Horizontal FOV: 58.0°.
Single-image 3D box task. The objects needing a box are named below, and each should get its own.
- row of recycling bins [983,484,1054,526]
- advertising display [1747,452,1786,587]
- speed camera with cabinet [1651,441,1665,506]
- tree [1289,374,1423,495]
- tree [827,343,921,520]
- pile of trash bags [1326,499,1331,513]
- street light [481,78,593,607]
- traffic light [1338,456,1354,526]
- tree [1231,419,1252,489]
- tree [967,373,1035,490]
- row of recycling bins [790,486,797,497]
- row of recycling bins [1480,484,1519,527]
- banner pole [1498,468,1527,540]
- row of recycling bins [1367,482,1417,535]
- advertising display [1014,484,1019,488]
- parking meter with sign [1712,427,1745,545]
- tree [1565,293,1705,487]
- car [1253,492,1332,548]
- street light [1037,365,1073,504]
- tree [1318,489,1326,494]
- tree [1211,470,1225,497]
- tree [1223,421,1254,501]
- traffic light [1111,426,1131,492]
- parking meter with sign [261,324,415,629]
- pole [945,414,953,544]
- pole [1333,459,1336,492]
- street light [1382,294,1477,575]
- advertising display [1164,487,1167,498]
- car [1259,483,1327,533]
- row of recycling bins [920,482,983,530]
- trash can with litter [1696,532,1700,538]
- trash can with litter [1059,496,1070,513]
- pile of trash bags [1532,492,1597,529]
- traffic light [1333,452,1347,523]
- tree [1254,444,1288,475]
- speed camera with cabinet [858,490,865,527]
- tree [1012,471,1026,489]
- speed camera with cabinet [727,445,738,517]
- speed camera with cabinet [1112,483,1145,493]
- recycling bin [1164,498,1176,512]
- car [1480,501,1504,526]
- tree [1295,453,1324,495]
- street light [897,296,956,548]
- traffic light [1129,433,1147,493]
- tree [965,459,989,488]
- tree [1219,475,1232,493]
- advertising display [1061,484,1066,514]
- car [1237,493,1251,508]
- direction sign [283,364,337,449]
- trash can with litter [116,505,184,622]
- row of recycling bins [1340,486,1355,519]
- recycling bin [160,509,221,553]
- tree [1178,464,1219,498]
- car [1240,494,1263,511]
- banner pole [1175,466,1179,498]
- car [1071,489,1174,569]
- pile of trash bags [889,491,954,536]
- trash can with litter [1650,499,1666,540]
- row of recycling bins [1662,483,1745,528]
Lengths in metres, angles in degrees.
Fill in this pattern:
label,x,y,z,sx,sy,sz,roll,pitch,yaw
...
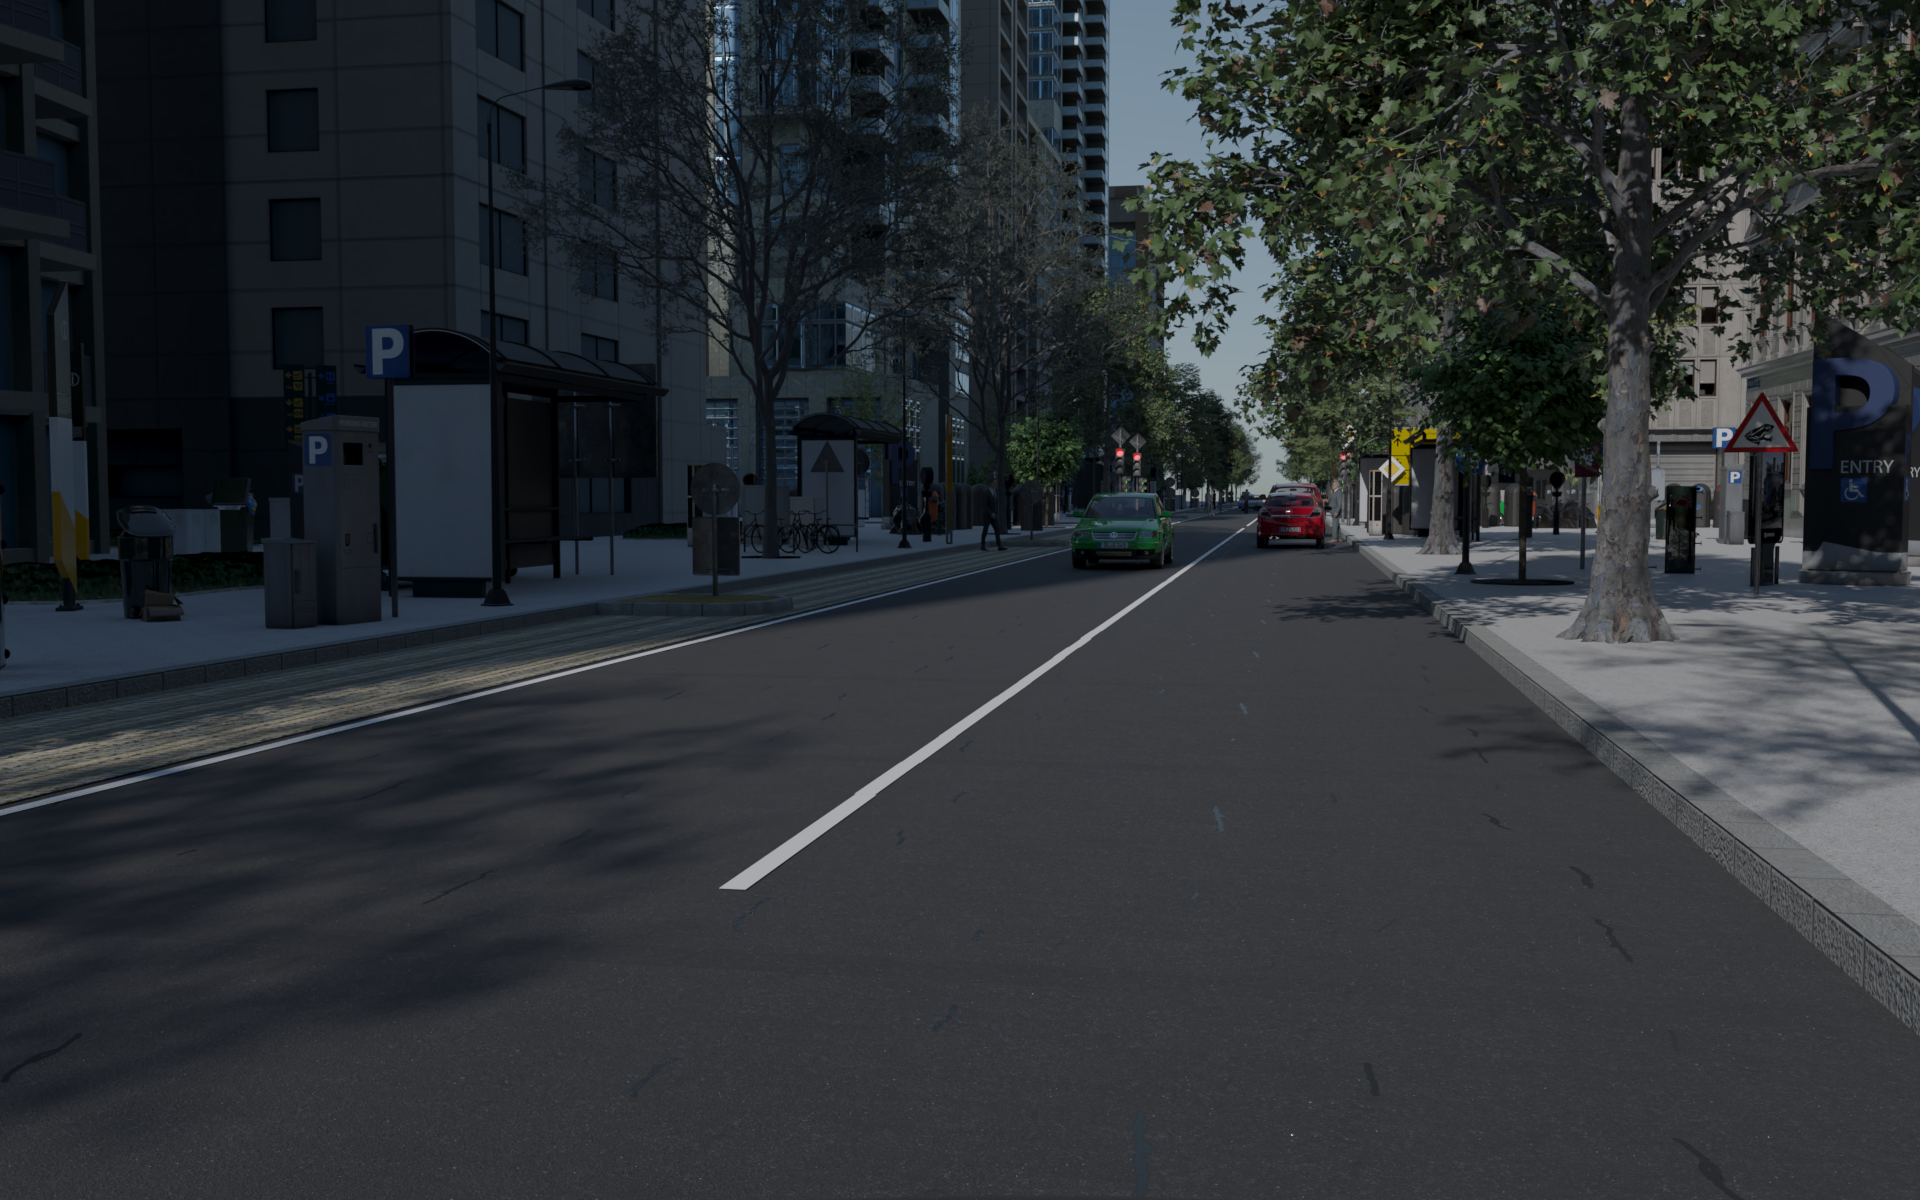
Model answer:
label,x,y,z,sx,sy,sz,roll,pitch,yaw
row of recycling bins,2.099,-3.844,69.970,3.534,1.692,1.069,-1,4,-14
advertising display,11.293,-1.165,24.259,0.974,1.923,0.123,-3,5,-44
speed camera with cabinet,25.570,-4.315,64.882,0.660,3.252,2.038,-1,4,-10
tree,21.391,-10.725,93.487,7.486,12.596,7.792,0,3,0
tree,-4.296,-8.189,84.246,4.737,8.622,4.395,0,3,0
pile of trash bags,26.852,-6.692,119.160,1.912,1.369,3.447,-3,5,-44
street light,-4.789,-2.879,19.616,1.470,5.913,1.316,1,4,11
traffic light,15.705,-4.958,69.979,0.839,4.253,0.868,1,4,11
tree,38.044,-20.241,249.069,7.486,12.596,7.792,0,3,0
tree,2.584,-9.552,106.531,4.737,8.622,4.395,0,3,0
row of recycling bins,-8.677,-4.892,87.093,3.534,1.692,1.069,-2,4,-26
row of recycling bins,20.559,-3.757,68.545,3.534,1.692,1.069,1,4,18
banner pole,15.411,-3.564,48.284,0.863,3.779,0.401,3,4,36
row of recycling bins,14.031,-2.966,55.605,1.069,1.692,3.534,-1,4,-10
advertising display,3.688,-6.617,113.406,0.123,1.923,0.974,1,4,15
parking meter with sign,19.779,-2.948,44.453,0.543,3.016,1.738,1,4,10
tree,22.590,-6.706,60.013,4.737,8.622,4.395,0,3,0
car,9.065,-2.340,47.295,2.155,1.783,4.494,1,4,12
street light,3.346,-5.485,62.226,1.470,5.913,1.316,1,4,11
tree,41.671,-12.459,198.297,1.663,3.219,1.824,0,3,0
tree,30.422,-15.760,208.032,4.737,8.622,4.395,0,3,0
tree,49.526,-24.402,309.339,12.009,13.543,11.850,0,3,0
traffic light,6.655,-5.063,71.693,0.839,4.253,0.868,1,4,11
parking meter with sign,-6.159,-1.278,17.163,0.543,3.016,1.738,1,4,20
pole,-0.281,-3.091,44.381,0.158,3.312,0.155,0,3,0
pole,21.481,-6.456,99.406,0.158,3.312,0.155,0,3,0
street light,7.561,-3.371,27.657,1.470,5.913,1.316,1,4,11
advertising display,16.023,-8.143,138.358,0.974,1.923,0.123,2,4,27
car,11.380,-3.084,59.101,2.281,1.827,5.304,1,4,9
row of recycling bins,-0.427,-3.367,62.156,1.069,1.692,3.534,1,4,22
trash can with litter,21.104,-2.408,50.750,1.055,1.170,0.624,-1,4,-20
trash can with litter,7.174,-6.713,120.817,1.678,1.210,2.233,-2,4,-33
pile of trash bags,22.140,-3.358,64.650,3.447,1.369,1.912,-3,4,-36
traffic light,17.210,-5.437,77.821,0.839,4.253,0.868,1,4,11
tree,48.888,-19.899,235.724,12.009,13.543,11.850,0,3,0
speed camera with cabinet,-4.491,-4.485,67.665,0.660,3.252,2.038,-3,4,-36
tree,4.247,-7.569,118.354,1.663,3.219,1.824,0,3,0
speed camera with cabinet,-9.384,-4.642,70.230,0.660,3.252,2.038,0,4,-3
speed camera with cabinet,10.362,-6.868,106.624,2.038,3.252,0.660,-2,4,-26
recycling bin,15.307,-6.985,126.762,0.722,1.027,0.722,3,5,41
car,21.440,-4.002,74.234,4.718,1.807,1.959,1,4,9
tree,34.687,-13.258,167.127,4.737,8.622,4.395,0,3,0
street light,-0.785,-4.171,40.736,1.470,5.913,1.316,1,4,11
traffic light,8.160,-5.542,79.536,0.839,4.253,0.868,1,4,11
tree,0.679,-6.203,96.025,1.663,3.219,1.824,0,3,0
tree,34.381,-14.987,228.748,4.285,4.588,4.351,0,3,0
advertising display,6.821,-6.633,113.656,0.123,1.923,0.974,-1,4,-9
car,28.930,-10.085,174.474,1.945,1.707,3.694,1,4,13
direction sign,-11.370,-2.348,30.390,0.876,3.537,0.379,-2,4,-28
trash can with litter,-8.224,-0.390,17.765,0.624,1.170,1.055,-3,5,-41
row of recycling bins,20.912,-5.085,90.257,1.069,1.692,3.534,-2,4,-27
recycling bin,-12.752,-0.984,28.635,0.722,1.027,0.722,1,4,22
tree,22.805,-11.424,170.489,4.285,4.588,4.351,0,3,0
car,24.635,-8.199,146.061,2.014,1.417,4.499,1,4,10
banner pole,17.294,-9.075,138.392,0.401,3.779,0.863,-1,4,-15
car,3.293,-1.584,34.689,1.959,1.807,4.718,1,4,10
pile of trash bags,-1.112,-2.753,54.761,1.912,1.369,3.447,-1,4,-10
trash can with litter,19.568,-2.284,48.734,1.055,1.170,0.624,1,4,23
row of recycling bins,28.620,-3.602,66.001,3.534,1.692,1.069,2,4,33
